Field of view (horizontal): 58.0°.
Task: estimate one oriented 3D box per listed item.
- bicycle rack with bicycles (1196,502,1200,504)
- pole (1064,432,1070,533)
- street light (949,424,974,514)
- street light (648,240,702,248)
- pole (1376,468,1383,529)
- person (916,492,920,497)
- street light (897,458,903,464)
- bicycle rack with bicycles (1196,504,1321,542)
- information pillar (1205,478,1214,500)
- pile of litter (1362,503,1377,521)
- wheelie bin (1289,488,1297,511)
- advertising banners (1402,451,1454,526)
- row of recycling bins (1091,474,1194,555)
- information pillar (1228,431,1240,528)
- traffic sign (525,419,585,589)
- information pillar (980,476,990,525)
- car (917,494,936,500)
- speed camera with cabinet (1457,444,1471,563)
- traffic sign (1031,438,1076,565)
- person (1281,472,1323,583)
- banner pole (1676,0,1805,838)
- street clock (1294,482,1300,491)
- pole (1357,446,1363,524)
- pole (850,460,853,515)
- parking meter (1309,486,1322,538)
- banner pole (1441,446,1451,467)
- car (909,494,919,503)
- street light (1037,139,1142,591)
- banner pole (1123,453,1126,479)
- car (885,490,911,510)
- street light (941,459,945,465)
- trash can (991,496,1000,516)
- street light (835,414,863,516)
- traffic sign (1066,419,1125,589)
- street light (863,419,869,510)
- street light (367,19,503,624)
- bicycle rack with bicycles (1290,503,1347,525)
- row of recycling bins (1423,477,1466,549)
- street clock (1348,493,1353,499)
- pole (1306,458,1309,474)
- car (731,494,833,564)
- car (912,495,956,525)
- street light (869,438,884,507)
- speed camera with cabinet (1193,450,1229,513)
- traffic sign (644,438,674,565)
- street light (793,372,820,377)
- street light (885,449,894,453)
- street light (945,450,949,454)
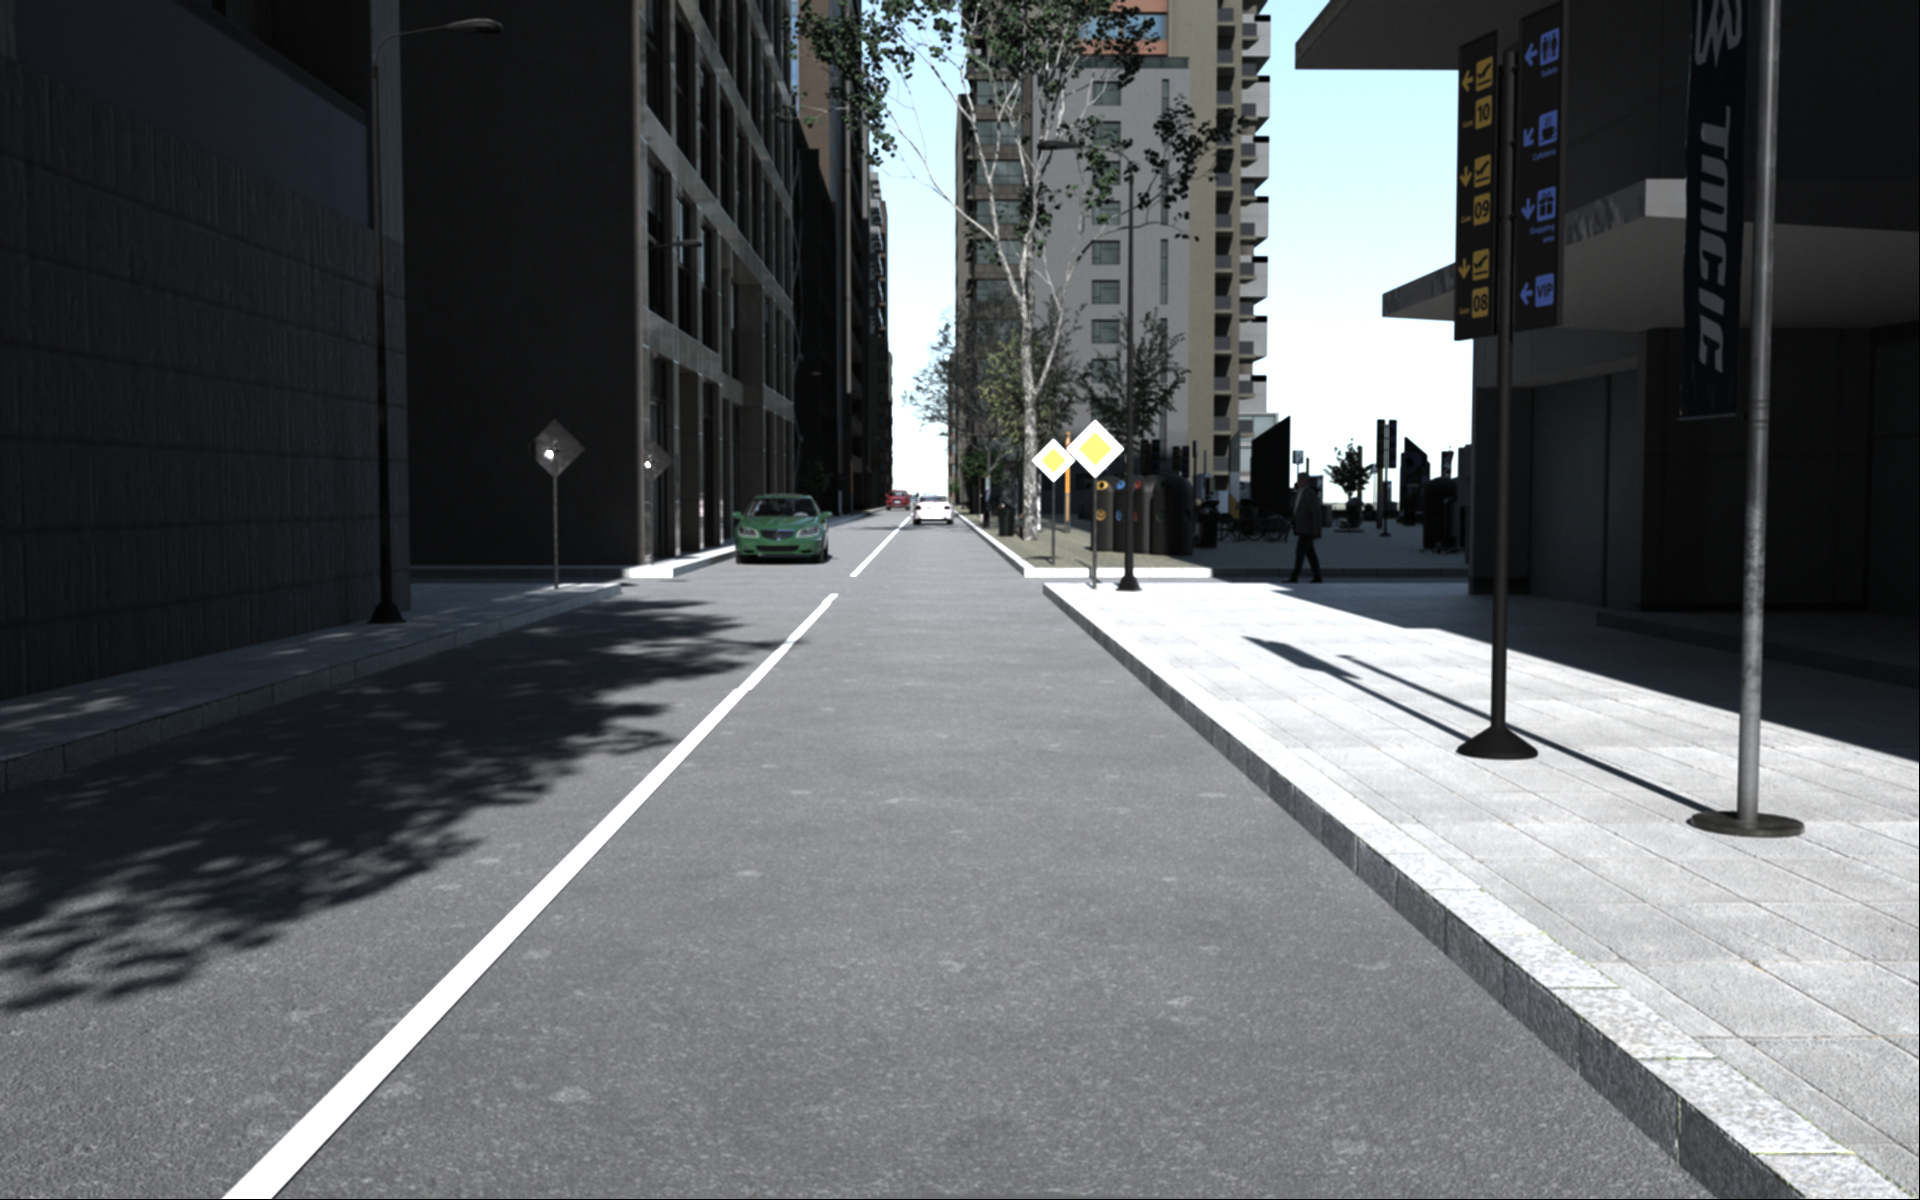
[{"bbox_3d":[13.288,-5.087,96.546,2.925,0.926,2.852,0,4,-7],"label":"bicycle rack with bicycles"},{"bbox_3d":[3.540,-3.870,57.114,0.158,3.312,0.155,0,3,0],"label":"pole"},{"bbox_3d":[0.200,-8.644,113.867,1.470,5.913,1.316,0,4,-1],"label":"street light"},{"bbox_3d":[-5.406,-3.624,31.789,1.470,5.913,1.316,0,4,-1],"label":"street light"},{"bbox_3d":[15.579,-4.306,64.244,0.158,3.312,0.155,0,3,0],"label":"pole"},{"bbox_3d":[-6.500,-15.634,264.133,1.348,1.822,0.705,-2,4,-35],"label":"person"},{"bbox_3d":[-8.493,-15.469,225.458,1.470,5.913,1.316,0,4,-1],"label":"street light"},{"bbox_3d":[8.127,-2.071,47.243,2.925,0.926,2.852,2,4,26],"label":"bicycle rack with bicycles"},{"bbox_3d":[11.124,-4.446,77.180,0.304,2.012,0.304,-3,5,-39],"label":"information pillar"},{"bbox_3d":[19.349,-4.201,82.650,1.719,0.858,1.176,0,4,0],"label":"pile of litter"},{"bbox_3d":[16.689,-4.864,87.431,0.980,1.594,0.693,-2,4,-25],"label":"wheelie bin"},{"bbox_3d":[18.998,-4.532,70.293,2.074,3.025,0.090,0,4,2],"label":"advertising banners"},{"bbox_3d":[3.967,-1.877,37.810,1.069,1.692,3.534,-2,4,-24],"label":"row of recycling bins"},{"bbox_3d":[10.128,-4.435,63.872,0.504,3.616,0.183,-2,4,-31],"label":"information pillar"},{"bbox_3d":[-5.428,-1.199,23.242,0.795,2.450,0.064,0,4,-1],"label":"traffic sign"},{"bbox_3d":[1.017,-4.081,71.224,0.304,2.012,0.304,-3,5,-40],"label":"information pillar"},{"bbox_3d":[-2.415,-7.848,138.101,2.009,1.686,4.222,0,4,-1],"label":"car"},{"bbox_3d":[10.145,-2.279,31.592,2.038,3.252,0.660,3,5,43],"label":"speed camera with cabinet"},{"bbox_3d":[1.687,-1.693,31.322,0.795,2.450,0.064,0,4,-1],"label":"traffic sign"},{"bbox_3d":[5.320,-1.110,27.042,0.834,1.777,0.661,-1,4,-22],"label":"person"},{"bbox_3d":[3.012,-1.025,6.771,0.401,3.779,0.863,0,4,-3],"label":"banner pole"},{"bbox_3d":[20.758,-6.237,106.548,0.358,2.002,0.471,3,5,43],"label":"street clock"},{"bbox_3d":[16.975,-4.874,73.533,0.158,3.312,0.155,0,3,0],"label":"pole"},{"bbox_3d":[-6.572,-6.794,104.922,0.158,3.312,0.155,0,3,0],"label":"pole"},{"bbox_3d":[10.431,-2.595,50.845,0.372,1.533,0.369,0,3,0],"label":"parking meter"},{"bbox_3d":[25.186,-6.096,89.692,0.401,3.779,0.863,-2,4,-28],"label":"banner pole"},{"bbox_3d":[-7.118,-15.209,260.668,2.014,1.417,4.499,0,4,-2],"label":"car"},{"bbox_3d":[1.706,-3.078,22.872,1.470,5.913,1.316,0,4,-1],"label":"street light"},{"bbox_3d":[9.198,-6.508,96.425,0.401,3.779,0.863,1,4,21],"label":"banner pole"},{"bbox_3d":[-5.466,-8.835,153.117,2.281,1.827,5.304,0,4,0],"label":"car"},{"bbox_3d":[-0.981,-12.856,182.735,1.470,5.913,1.316,0,4,-1],"label":"street light"},{"bbox_3d":[2.006,-5.595,103.124,0.748,1.137,0.748,0,3,0],"label":"trash can"},{"bbox_3d":[-6.572,-7.828,100.526,1.470,5.913,1.316,0,4,-1],"label":"street light"},{"bbox_3d":[1.815,-1.205,23.338,0.795,2.450,0.064,0,4,-1],"label":"traffic sign"},{"bbox_3d":[-6.559,-8.260,107.594,1.470,5.913,1.316,0,4,-1],"label":"street light"},{"bbox_3d":[-5.177,-2.725,17.099,1.470,5.913,1.316,0,4,-1],"label":"street light"},{"bbox_3d":[14.901,-3.578,71.879,2.852,0.926,2.925,-1,4,-14],"label":"bicycle rack with bicycles"},{"bbox_3d":[12.251,-2.129,41.918,1.069,1.692,3.534,3,4,38],"label":"row of recycling bins"},{"bbox_3d":[22.975,-5.958,101.982,0.358,2.002,0.471,3,5,42],"label":"street clock"},{"bbox_3d":[19.368,-6.283,96.577,0.158,3.312,0.155,0,3,0],"label":"pole"},{"bbox_3d":[-3.784,-1.551,37.163,2.131,1.459,4.920,0,4,-3],"label":"car"},{"bbox_3d":[-1.245,-4.253,81.891,2.083,1.381,4.827,0,4,0],"label":"car"},{"bbox_3d":[-7.233,-10.417,142.854,1.470,5.913,1.316,0,4,-1],"label":"street light"},{"bbox_3d":[11.498,-5.171,78.884,2.038,3.252,0.660,-3,5,-39],"label":"speed camera with cabinet"},{"bbox_3d":[-5.557,-1.687,31.226,0.795,2.450,0.064,0,4,-1],"label":"traffic sign"},{"bbox_3d":[-6.028,-5.730,66.219,1.470,5.913,1.316,0,4,-1],"label":"street light"},{"bbox_3d":[-7.746,-12.536,177.496,1.470,5.913,1.316,0,4,-1],"label":"street light"},{"bbox_3d":[-0.292,-10.742,148.174,1.470,5.913,1.316,0,4,-1],"label":"street light"}]
